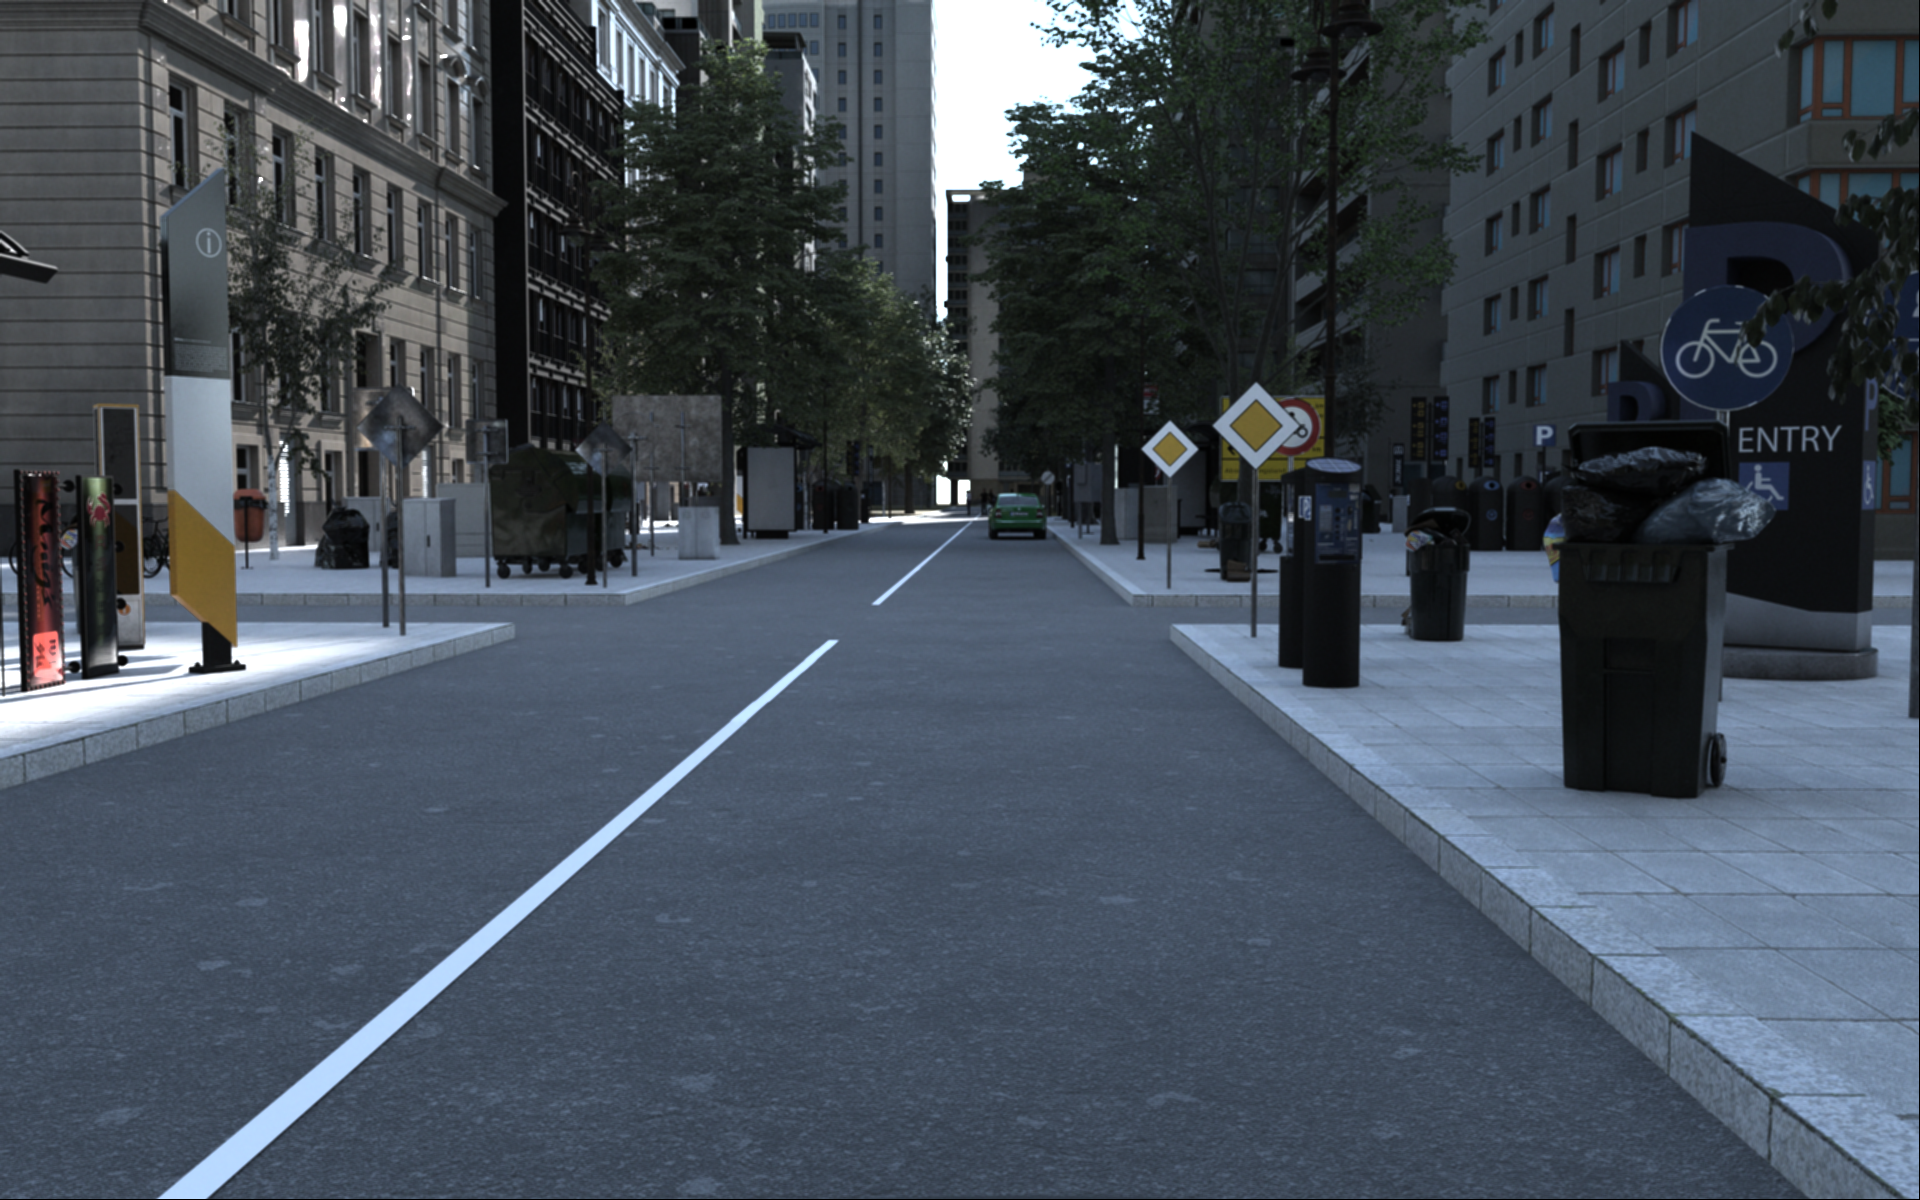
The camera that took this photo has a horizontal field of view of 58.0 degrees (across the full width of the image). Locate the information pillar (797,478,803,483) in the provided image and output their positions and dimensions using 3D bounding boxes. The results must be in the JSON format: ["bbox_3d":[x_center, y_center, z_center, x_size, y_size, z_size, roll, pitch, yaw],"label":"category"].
[{"bbox_3d":[-7.165,-4.453,77.302,0.304,2.012,0.304,3,4,38],"label":"information pillar"}]

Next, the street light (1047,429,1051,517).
[{"bbox_3d":[5.099,-7.669,98.171,0.468,5.910,1.993,0,4,1],"label":"street light"}]

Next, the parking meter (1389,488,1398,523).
[{"bbox_3d":[19.043,-4.140,76.100,0.372,1.533,0.369,0,3,0],"label":"parking meter"}]

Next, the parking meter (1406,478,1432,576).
[{"bbox_3d":[7.170,-1.139,27.041,0.372,1.533,0.369,0,3,0],"label":"parking meter"}]

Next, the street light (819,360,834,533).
[{"bbox_3d":[-4.403,-5.124,56.562,0.468,5.910,1.993,0,4,1],"label":"street light"}]

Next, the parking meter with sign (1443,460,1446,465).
[{"bbox_3d":[20.631,-4.558,70.791,0.543,3.016,1.738,-3,5,-40],"label":"parking meter with sign"}]

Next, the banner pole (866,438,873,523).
[{"bbox_3d":[-4.039,-5.349,77.467,0.401,3.779,0.863,1,4,20],"label":"banner pole"}]

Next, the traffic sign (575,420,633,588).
[{"bbox_3d":[-4.859,-1.224,23.660,0.795,2.450,0.064,0,4,1],"label":"traffic sign"}]

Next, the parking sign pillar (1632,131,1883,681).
[{"bbox_3d":[5.865,-1.469,12.486,1.447,3.967,1.447,3,5,41],"label":"parking sign pillar"}]

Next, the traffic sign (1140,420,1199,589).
[{"bbox_3d":[2.832,-1.211,23.445,0.795,2.450,0.064,0,4,1],"label":"traffic sign"}]

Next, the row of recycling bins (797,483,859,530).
[{"bbox_3d":[-5.412,-3.389,62.517,3.534,1.692,1.069,0,4,2],"label":"row of recycling bins"}]

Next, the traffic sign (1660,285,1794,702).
[{"bbox_3d":[4.678,-0.645,10.654,0.768,2.556,0.104,1,4,10],"label":"traffic sign"}]

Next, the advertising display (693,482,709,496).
[{"bbox_3d":[-13.908,-5.375,93.090,0.123,1.923,0.974,3,5,43],"label":"advertising display"}]

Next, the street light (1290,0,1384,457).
[{"bbox_3d":[3.005,-2.522,14.016,0.468,5.910,1.993,0,4,1],"label":"street light"}]

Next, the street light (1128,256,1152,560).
[{"bbox_3d":[3.548,-3.731,33.790,0.468,5.910,1.993,0,4,1],"label":"street light"}]

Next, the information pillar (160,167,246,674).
[{"bbox_3d":[-5.415,-1.284,12.352,0.183,3.616,0.504,2,4,31],"label":"information pillar"}]

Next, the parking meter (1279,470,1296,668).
[{"bbox_3d":[2.561,-0.271,12.846,0.372,1.533,0.369,0,3,0],"label":"parking meter"}]

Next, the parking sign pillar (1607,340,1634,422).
[{"bbox_3d":[11.669,-2.520,29.672,1.447,3.967,1.447,-1,4,-20],"label":"parking sign pillar"}]

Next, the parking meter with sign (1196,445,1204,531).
[{"bbox_3d":[8.377,-3.979,61.317,0.543,3.016,1.738,0,4,3],"label":"parking meter with sign"}]

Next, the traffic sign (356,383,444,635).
[{"bbox_3d":[-5.061,-0.736,15.677,0.795,2.450,0.064,0,4,1],"label":"traffic sign"}]

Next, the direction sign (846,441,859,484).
[{"bbox_3d":[-4.602,-5.040,74.406,0.379,3.537,0.876,2,4,32],"label":"direction sign"}]

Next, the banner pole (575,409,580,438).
[{"bbox_3d":[-11.222,-3.728,50.964,0.401,3.779,0.863,-1,4,-14],"label":"banner pole"}]

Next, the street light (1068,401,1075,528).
[{"bbox_3d":[4.300,-5.700,65.977,0.468,5.910,1.993,0,4,1],"label":"street light"}]

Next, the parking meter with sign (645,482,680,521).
[{"bbox_3d":[-14.222,-5.279,82.566,1.738,3.016,0.543,-3,4,-37],"label":"parking meter with sign"}]

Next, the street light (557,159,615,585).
[{"bbox_3d":[-5.219,-3.153,24.344,0.468,5.910,1.993,0,4,1],"label":"street light"}]

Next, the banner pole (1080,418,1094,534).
[{"bbox_3d":[4.019,-4.006,55.521,0.401,3.779,0.863,2,4,29],"label":"banner pole"}]

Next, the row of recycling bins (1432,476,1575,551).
[{"bbox_3d":[12.313,-1.963,39.208,3.534,1.692,1.069,0,4,-4],"label":"row of recycling bins"}]

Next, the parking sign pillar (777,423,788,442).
[{"bbox_3d":[-6.648,-4.788,66.758,1.447,3.967,1.447,1,4,11],"label":"parking sign pillar"}]

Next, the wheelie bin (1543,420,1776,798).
[{"bbox_3d":[3.001,0.022,7.541,0.980,1.594,0.693,2,4,32],"label":"wheelie bin"}]

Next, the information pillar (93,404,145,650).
[{"bbox_3d":[-6.937,-0.599,14.292,0.304,2.012,0.304,-2,4,-33],"label":"information pillar"}]

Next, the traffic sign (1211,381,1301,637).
[{"bbox_3d":[2.630,-0.723,15.463,0.795,2.450,0.064,0,4,1],"label":"traffic sign"}]

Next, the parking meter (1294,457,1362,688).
[{"bbox_3d":[2.490,-0.194,11.582,0.372,1.533,0.369,0,3,0],"label":"parking meter"}]

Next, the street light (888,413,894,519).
[{"bbox_3d":[-3.615,-7.118,89.169,0.468,5.910,1.993,0,4,1],"label":"street light"}]

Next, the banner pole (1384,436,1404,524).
[{"bbox_3d":[18.788,-5.191,74.884,0.863,3.779,0.401,2,4,27],"label":"banner pole"}]

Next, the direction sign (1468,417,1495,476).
[{"bbox_3d":[15.409,-3.622,51.222,0.379,3.537,0.876,-3,4,-38],"label":"direction sign"}]

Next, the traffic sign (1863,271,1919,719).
[{"bbox_3d":[5.485,-0.596,9.852,0.768,2.556,0.104,0,4,7],"label":"traffic sign"}]

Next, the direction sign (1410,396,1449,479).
[{"bbox_3d":[10.919,-2.956,40.329,0.876,3.537,0.379,2,4,32],"label":"direction sign"}]

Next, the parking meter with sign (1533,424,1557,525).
[{"bbox_3d":[15.009,-2.937,44.279,0.543,3.016,1.738,2,4,25],"label":"parking meter with sign"}]

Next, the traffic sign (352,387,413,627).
[{"bbox_3d":[-5.534,-0.887,16.636,0.606,2.300,0.079,0,4,5],"label":"traffic sign"}]

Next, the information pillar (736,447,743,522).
[{"bbox_3d":[-9.886,-5.337,78.614,0.504,3.616,0.183,0,4,-6],"label":"information pillar"}]

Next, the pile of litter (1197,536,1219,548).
[{"bbox_3d":[6.237,-1.669,41.253,1.176,0.858,1.719,0,4,2],"label":"pile of litter"}]

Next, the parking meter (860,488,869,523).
[{"bbox_3d":[-4.206,-4.160,76.433,0.372,1.533,0.369,0,3,0],"label":"parking meter"}]

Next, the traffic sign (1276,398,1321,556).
[{"bbox_3d":[4.402,-1.405,23.072,0.768,2.556,0.104,0,4,5],"label":"traffic sign"}]

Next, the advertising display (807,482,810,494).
[{"bbox_3d":[-6.911,-4.462,78.160,0.123,1.923,0.974,-1,4,-13],"label":"advertising display"}]

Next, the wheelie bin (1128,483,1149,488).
[{"bbox_3d":[5.220,-2.638,51.035,0.980,1.594,0.693,-1,4,-14],"label":"wheelie bin"}]

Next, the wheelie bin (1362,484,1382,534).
[{"bbox_3d":[13.328,-2.976,56.558,0.693,1.594,0.980,3,4,37],"label":"wheelie bin"}]

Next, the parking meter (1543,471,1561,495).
[{"bbox_3d":[14.663,-2.276,42.930,0.399,1.863,0.255,1,4,17],"label":"parking meter"}]

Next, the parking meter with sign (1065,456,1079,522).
[{"bbox_3d":[5.277,-5.118,79.943,0.543,3.016,1.738,1,4,15],"label":"parking meter with sign"}]
